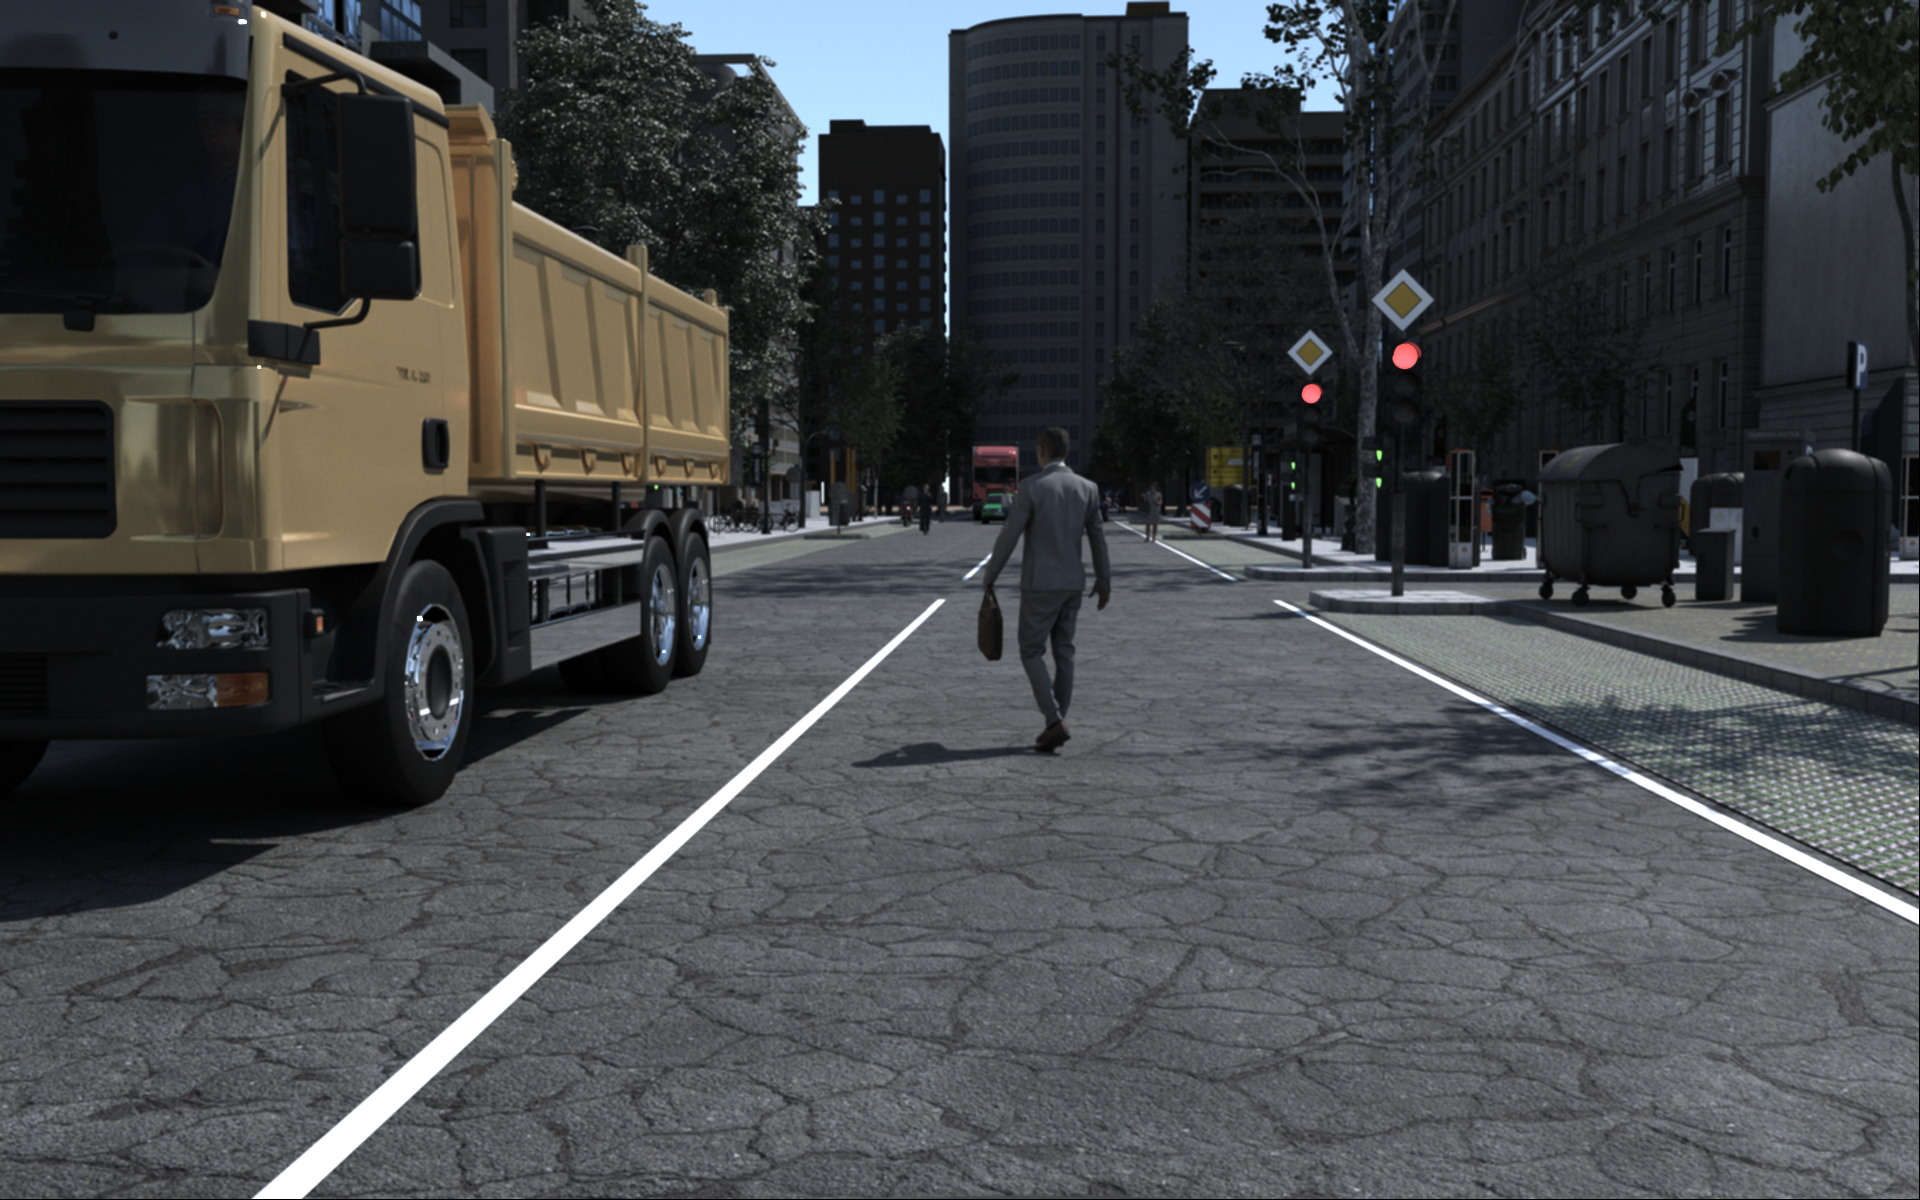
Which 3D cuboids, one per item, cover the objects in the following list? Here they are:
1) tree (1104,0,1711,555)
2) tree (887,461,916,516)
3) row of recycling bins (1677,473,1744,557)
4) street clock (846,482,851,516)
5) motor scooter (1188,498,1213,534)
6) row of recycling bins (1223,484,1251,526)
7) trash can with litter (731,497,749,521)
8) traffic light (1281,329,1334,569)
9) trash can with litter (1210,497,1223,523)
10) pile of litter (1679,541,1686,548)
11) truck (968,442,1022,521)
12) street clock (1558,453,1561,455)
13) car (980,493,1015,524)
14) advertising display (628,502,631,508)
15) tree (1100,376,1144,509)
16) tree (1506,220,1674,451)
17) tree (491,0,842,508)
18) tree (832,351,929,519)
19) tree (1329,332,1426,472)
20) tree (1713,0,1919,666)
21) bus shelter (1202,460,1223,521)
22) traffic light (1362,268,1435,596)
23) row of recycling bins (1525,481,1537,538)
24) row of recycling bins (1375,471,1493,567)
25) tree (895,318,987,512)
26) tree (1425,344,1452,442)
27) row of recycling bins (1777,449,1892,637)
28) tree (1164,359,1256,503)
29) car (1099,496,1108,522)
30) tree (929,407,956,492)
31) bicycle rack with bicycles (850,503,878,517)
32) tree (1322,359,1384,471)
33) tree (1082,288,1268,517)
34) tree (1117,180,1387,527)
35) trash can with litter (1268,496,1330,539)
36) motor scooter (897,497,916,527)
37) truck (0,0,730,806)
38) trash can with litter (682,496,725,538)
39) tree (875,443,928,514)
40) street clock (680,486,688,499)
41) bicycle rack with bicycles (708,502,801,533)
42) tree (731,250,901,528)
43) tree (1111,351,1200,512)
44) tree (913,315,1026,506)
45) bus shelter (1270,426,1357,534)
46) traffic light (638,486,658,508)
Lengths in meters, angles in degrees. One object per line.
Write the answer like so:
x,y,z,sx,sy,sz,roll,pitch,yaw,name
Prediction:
9.509,-11.109,37.520,12.611,20.169,13.585,0,3,0,tree
-3.576,-6.498,100.842,1.663,3.219,1.824,0,3,0,tree
15.235,-1.683,34.628,1.069,1.692,3.534,1,4,15,row of recycling bins
-6.412,-5.840,100.048,0.358,2.002,0.471,-2,4,-30,street clock
7.912,-2.699,56.902,0.815,1.314,1.986,0,4,2,motor scooter
11.492,-3.968,71.996,1.069,1.692,3.534,1,4,15,row of recycling bins
-9.927,-4.144,79.139,1.055,1.170,0.624,0,4,-5,trash can with litter
5.945,-2.491,29.653,0.839,4.253,0.868,0,4,3,traffic light
11.665,-4.038,77.413,1.055,1.170,0.624,2,4,23,trash can with litter
17.048,-1.702,41.801,1.176,0.858,1.719,3,4,37,pile of litter
1.998,-6.555,96.091,2.839,4.237,11.283,0,4,2,truck
10.562,-1.577,30.352,0.358,2.002,0.471,1,4,18,street clock
2.002,-4.592,83.869,1.959,1.807,4.718,0,4,4,car
-17.320,-5.213,90.447,0.974,1.923,0.123,0,4,5,advertising display
15.965,-13.873,152.579,9.928,11.665,9.643,0,3,0,tree
17.085,-5.937,47.432,4.360,8.622,3.978,0,3,0,tree
-7.872,-8.392,43.869,9.857,13.997,8.962,0,3,0,tree
-4.462,-8.515,89.589,4.737,8.622,4.395,0,3,0,tree
18.422,-7.736,76.846,4.360,8.622,3.978,0,3,0,tree
7.233,-3.796,12.427,4.737,8.622,4.395,0,3,0,tree
12.506,-5.315,80.816,2.014,3.302,5.546,0,4,3,bus shelter
5.486,-2.004,21.681,0.839,4.253,0.868,0,4,3,traffic light
17.047,-2.719,51.564,1.069,1.692,3.534,-2,4,-23,row of recycling bins
8.565,-1.519,31.950,1.069,1.692,3.534,0,4,-6,row of recycling bins
-2.699,-13.309,124.258,9.857,13.997,8.962,0,3,0,tree
21.166,-8.055,82.058,4.360,8.622,3.978,0,3,0,tree
8.621,-0.608,17.052,1.069,1.692,3.534,2,4,26,row of recycling bins
12.361,-8.300,86.068,4.737,8.622,4.395,0,3,0,tree
6.691,-4.687,89.220,1.945,1.354,3.894,0,4,1,car
-1.770,-11.619,140.325,4.737,8.622,4.395,0,3,0,tree
-6.053,-5.146,97.524,2.925,0.926,2.852,-1,4,-13,bicycle rack with bicycles
21.321,-8.751,93.446,4.737,8.622,4.395,0,3,0,tree
12.428,-11.003,96.914,9.611,12.733,9.660,0,3,0,tree
11.209,-9.585,67.083,12.009,13.543,11.850,0,3,0,tree
9.857,-2.373,49.859,1.678,1.210,2.233,0,4,-1,trash can with litter
-2.337,-3.866,75.980,0.815,1.314,1.986,0,4,2,motor scooter
-3.519,-0.870,10.144,3.469,3.379,9.791,0,4,3,truck
-8.123,-2.414,50.529,2.233,1.210,1.678,2,4,28,trash can with litter
-3.750,-7.783,110.961,4.285,4.588,4.351,0,3,0,tree
-11.957,-4.312,75.064,0.471,2.002,0.358,-1,4,-15,street clock
-7.105,-2.718,57.815,2.925,0.926,2.852,1,4,18,bicycle rack with bicycles
-5.693,-8.020,65.539,7.601,10.594,8.767,-2,4,-28,tree
14.310,-12.385,120.616,7.486,12.596,7.792,0,3,0,tree
1.270,-19.887,181.034,12.611,20.169,13.585,0,3,0,tree
11.091,-3.697,54.374,2.014,3.302,5.546,0,4,3,bus shelter
-5.548,-2.531,30.297,0.839,4.253,0.868,0,4,3,traffic light
